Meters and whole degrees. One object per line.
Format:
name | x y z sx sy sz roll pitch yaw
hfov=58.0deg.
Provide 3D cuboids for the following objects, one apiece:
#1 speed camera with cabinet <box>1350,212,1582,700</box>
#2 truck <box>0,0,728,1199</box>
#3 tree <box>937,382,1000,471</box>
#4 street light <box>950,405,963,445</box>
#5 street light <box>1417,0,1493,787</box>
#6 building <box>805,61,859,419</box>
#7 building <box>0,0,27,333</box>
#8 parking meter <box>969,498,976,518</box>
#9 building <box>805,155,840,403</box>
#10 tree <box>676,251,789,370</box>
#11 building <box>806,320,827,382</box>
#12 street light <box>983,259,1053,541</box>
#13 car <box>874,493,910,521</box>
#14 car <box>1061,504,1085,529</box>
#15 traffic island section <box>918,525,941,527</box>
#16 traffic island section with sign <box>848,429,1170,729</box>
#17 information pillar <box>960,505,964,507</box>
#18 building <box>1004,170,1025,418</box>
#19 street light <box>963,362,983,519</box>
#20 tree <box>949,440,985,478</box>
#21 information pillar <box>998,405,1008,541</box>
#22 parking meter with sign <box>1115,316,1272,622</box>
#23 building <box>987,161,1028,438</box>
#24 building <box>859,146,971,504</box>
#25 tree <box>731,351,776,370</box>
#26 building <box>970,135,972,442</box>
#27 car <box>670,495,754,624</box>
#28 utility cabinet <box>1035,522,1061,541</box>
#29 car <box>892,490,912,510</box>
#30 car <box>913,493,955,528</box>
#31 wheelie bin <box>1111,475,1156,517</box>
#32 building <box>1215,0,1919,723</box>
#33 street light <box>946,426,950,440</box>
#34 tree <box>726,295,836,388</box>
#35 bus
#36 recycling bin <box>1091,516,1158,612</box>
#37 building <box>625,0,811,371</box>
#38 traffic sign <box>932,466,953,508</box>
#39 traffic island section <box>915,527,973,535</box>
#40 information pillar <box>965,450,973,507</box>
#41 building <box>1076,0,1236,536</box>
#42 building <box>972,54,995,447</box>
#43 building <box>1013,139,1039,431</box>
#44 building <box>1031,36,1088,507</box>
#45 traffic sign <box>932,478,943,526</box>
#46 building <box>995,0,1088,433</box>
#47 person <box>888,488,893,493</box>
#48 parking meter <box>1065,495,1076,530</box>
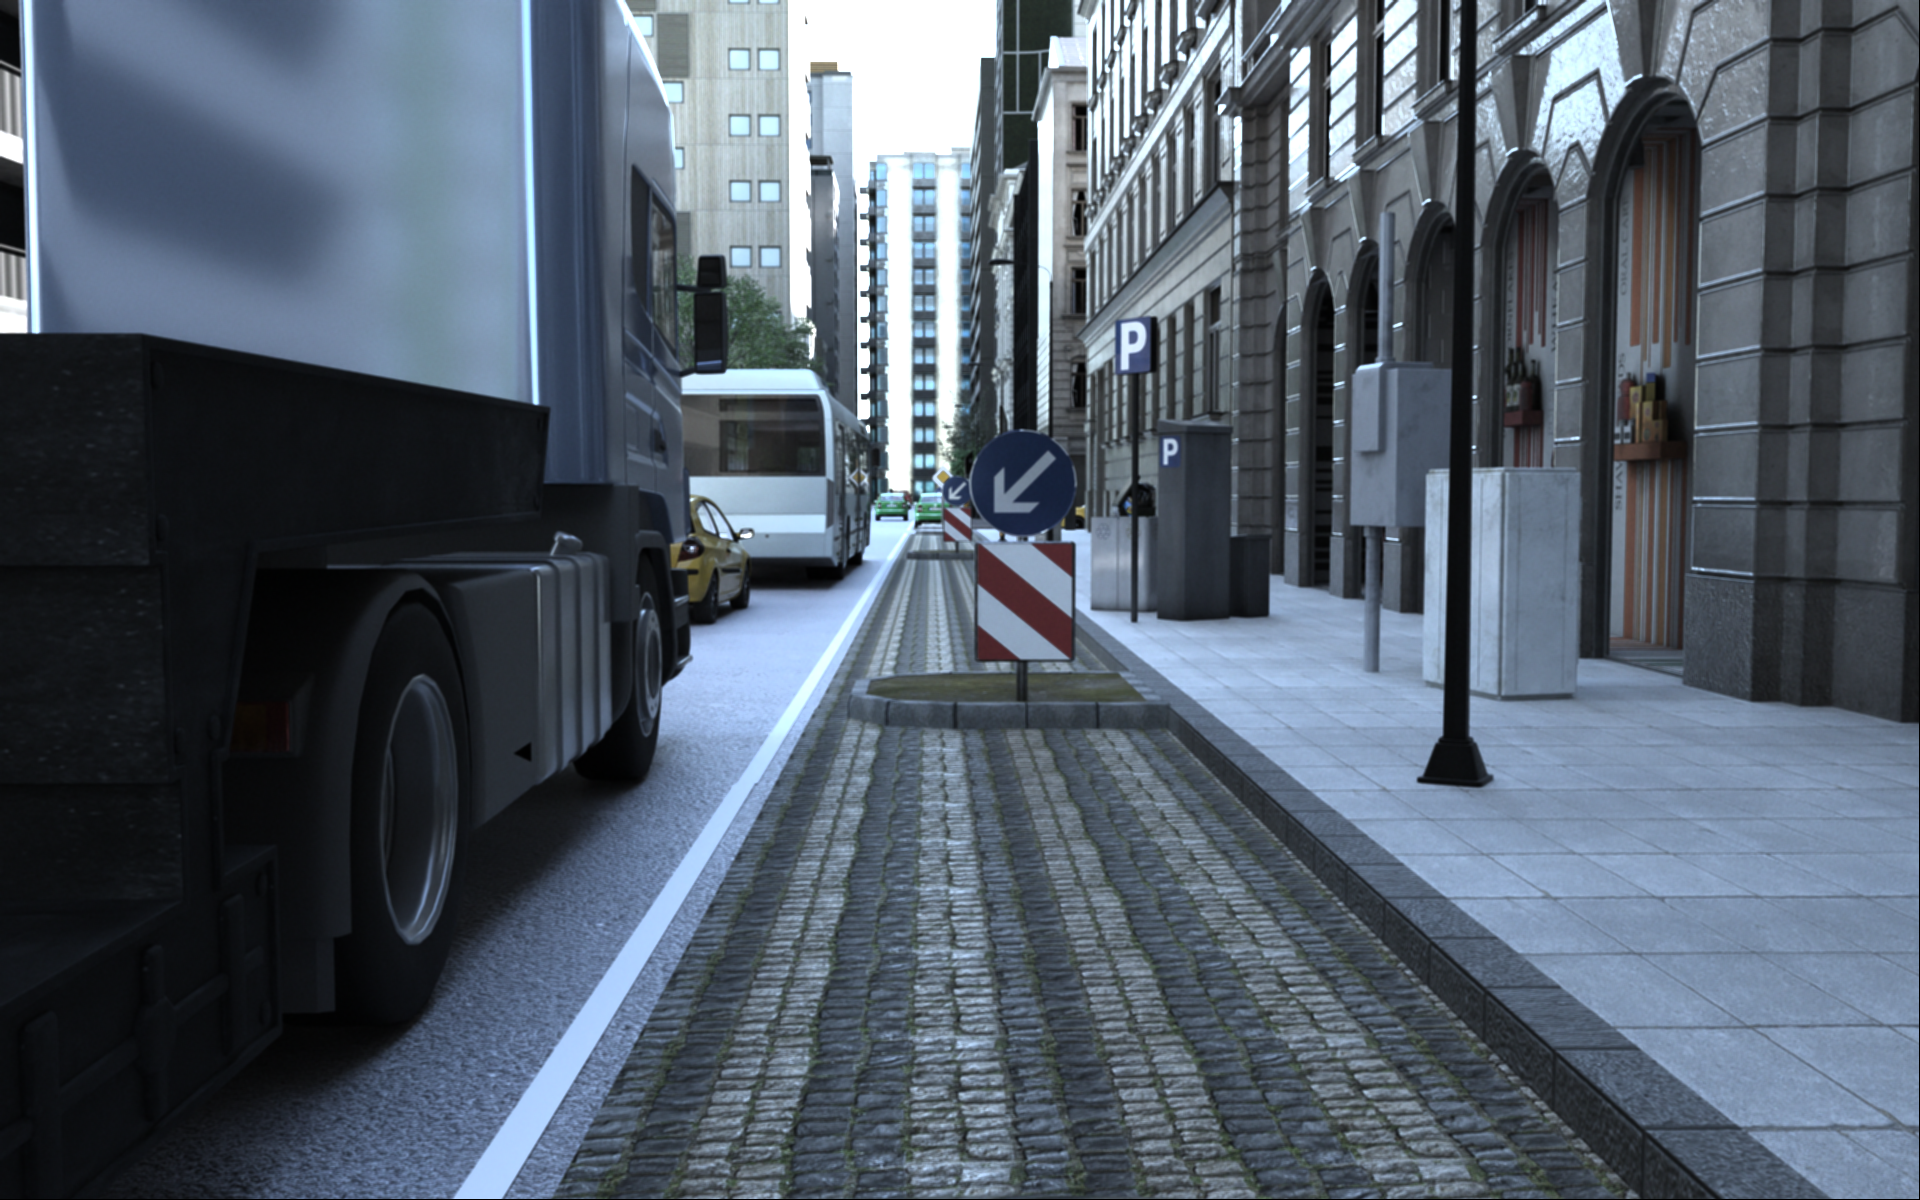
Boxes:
speed camera with cabinet | 3.360 -1.060 11.663 0.660 3.252 2.038 -1 4 -15
truck | -2.574 -0.718 1.491 2.967 4.110 18.799 0 4 -1
tree | 0.840 -9.874 111.804 4.360 8.622 3.978 0 3 0
street light | 0.369 -7.199 90.250 1.470 5.913 1.316 0 4 -1
street light | 1.675 -2.142 7.568 1.470 5.913 1.316 0 4 -1
building | -28.168 -42.624 238.908 28.212 58.520 21.231 0 4 -1
building | -22.072 -35.753 22.807 20.563 71.187 20.611 0 4 -1
parking meter | 0.660 -5.083 91.514 0.372 1.533 0.369 0 3 0
building | -21.785 -32.243 210.769 14.086 41.232 14.154 0 4 -1
tree | -11.149 -9.155 75.439 9.928 11.665 9.643 0 3 0
building | -28.937 -20.873 186.310 27.650 21.520 28.899 0 4 -1
street light | 1.258 -3.780 34.347 1.470 5.913 1.316 0 4 -1
car | -3.696 -5.202 93.843 1.959 1.807 4.718 0 4 -2
car | 5.524 -3.365 65.245 3.980 1.641 2.015 0 4 -1
traffic island section | -0.701 -2.879 69.356 2.009 0.180 2.903 0 4 -1
traffic island section with sign | 0.271 -0.171 11.426 1.989 1.847 2.006 0 4 -1
information pillar | 0.139 -7.329 124.315 0.304 2.012 0.304 0 4 6
building | 8.787 -17.267 111.198 11.050 23.489 19.941 0 4 -1
street light | 0.946 -5.425 61.236 1.470 5.913 1.316 0 4 -1
tree | 0.869 -7.437 105.306 4.285 4.588 4.351 0 3 0
information pillar | 1.157 -3.347 46.073 0.183 3.616 0.504 1 4 19
parking meter with sign | 2.426 -1.312 17.715 1.738 3.016 0.543 -2 4 -34
building | 9.399 -21.124 132.764 14.401 28.519 23.554 0 4 -1
building | 1.407 -38.000 240.909 30.456 49.044 23.786 0 4 -1
tree | -10.658 -8.529 89.808 4.737 8.622 4.395 0 3 0
building | 12.144 -35.678 207.033 21.300 48.544 21.600 0 4 -1
car | -3.524 -0.631 20.546 2.015 1.641 3.980 0 4 1
utility cabinet | 2.301 -2.217 44.931 0.318 1.500 1.173 2 4 24
car | -5.569 -9.350 161.545 2.281 1.827 5.304 0 4 -2
car | -1.031 -3.978 73.841 1.959 1.807 4.718 0 4 -1
wheelie bin | 2.881 -1.264 28.581 0.693 1.594 0.980 0 4 -4
building | 10.625 -10.726 17.177 13.314 21.916 24.055 0 4 -1
street light | -0.229 -8.873 117.621 1.470 5.913 1.316 0 4 -1
tree | -11.034 -11.085 99.374 7.486 12.596 7.792 0 3 0
bus | -3.179 -2.284 32.203 2.948 3.499 13.247 0 4 0
recycling bin | 1.922 -0.410 19.253 0.722 1.027 0.722 2 4 32
building | -27.730 -34.719 156.886 28.713 52.752 27.495 0 4 -1
traffic sign | -0.591 -3.526 61.295 0.795 2.450 0.064 0 4 -1
traffic island section | -0.568 -2.391 61.372 2.009 0.180 2.903 0 4 -1
information pillar | 0.482 -6.199 92.701 0.504 3.616 0.183 -2 4 -32
building | 11.739 -12.899 44.175 16.112 22.955 30.059 0 4 -1
building | 12.491 -34.350 185.317 21.300 48.544 21.600 0 4 -1
building | 9.394 -16.099 92.889 12.332 23.373 15.834 0 4 -1
building | 12.499 -13.844 75.506 18.267 20.994 9.793 0 4 -1
traffic sign | -0.725 -4.014 69.278 0.795 2.450 0.064 0 4 -1
building | 11.680 -44.360 163.543 20.563 71.187 20.611 0 4 -1
person | -4.503 -6.250 110.950 0.793 1.790 0.793 0 4 8
parking meter | 3.910 -3.408 61.436 0.255 1.863 0.399 2 4 35
